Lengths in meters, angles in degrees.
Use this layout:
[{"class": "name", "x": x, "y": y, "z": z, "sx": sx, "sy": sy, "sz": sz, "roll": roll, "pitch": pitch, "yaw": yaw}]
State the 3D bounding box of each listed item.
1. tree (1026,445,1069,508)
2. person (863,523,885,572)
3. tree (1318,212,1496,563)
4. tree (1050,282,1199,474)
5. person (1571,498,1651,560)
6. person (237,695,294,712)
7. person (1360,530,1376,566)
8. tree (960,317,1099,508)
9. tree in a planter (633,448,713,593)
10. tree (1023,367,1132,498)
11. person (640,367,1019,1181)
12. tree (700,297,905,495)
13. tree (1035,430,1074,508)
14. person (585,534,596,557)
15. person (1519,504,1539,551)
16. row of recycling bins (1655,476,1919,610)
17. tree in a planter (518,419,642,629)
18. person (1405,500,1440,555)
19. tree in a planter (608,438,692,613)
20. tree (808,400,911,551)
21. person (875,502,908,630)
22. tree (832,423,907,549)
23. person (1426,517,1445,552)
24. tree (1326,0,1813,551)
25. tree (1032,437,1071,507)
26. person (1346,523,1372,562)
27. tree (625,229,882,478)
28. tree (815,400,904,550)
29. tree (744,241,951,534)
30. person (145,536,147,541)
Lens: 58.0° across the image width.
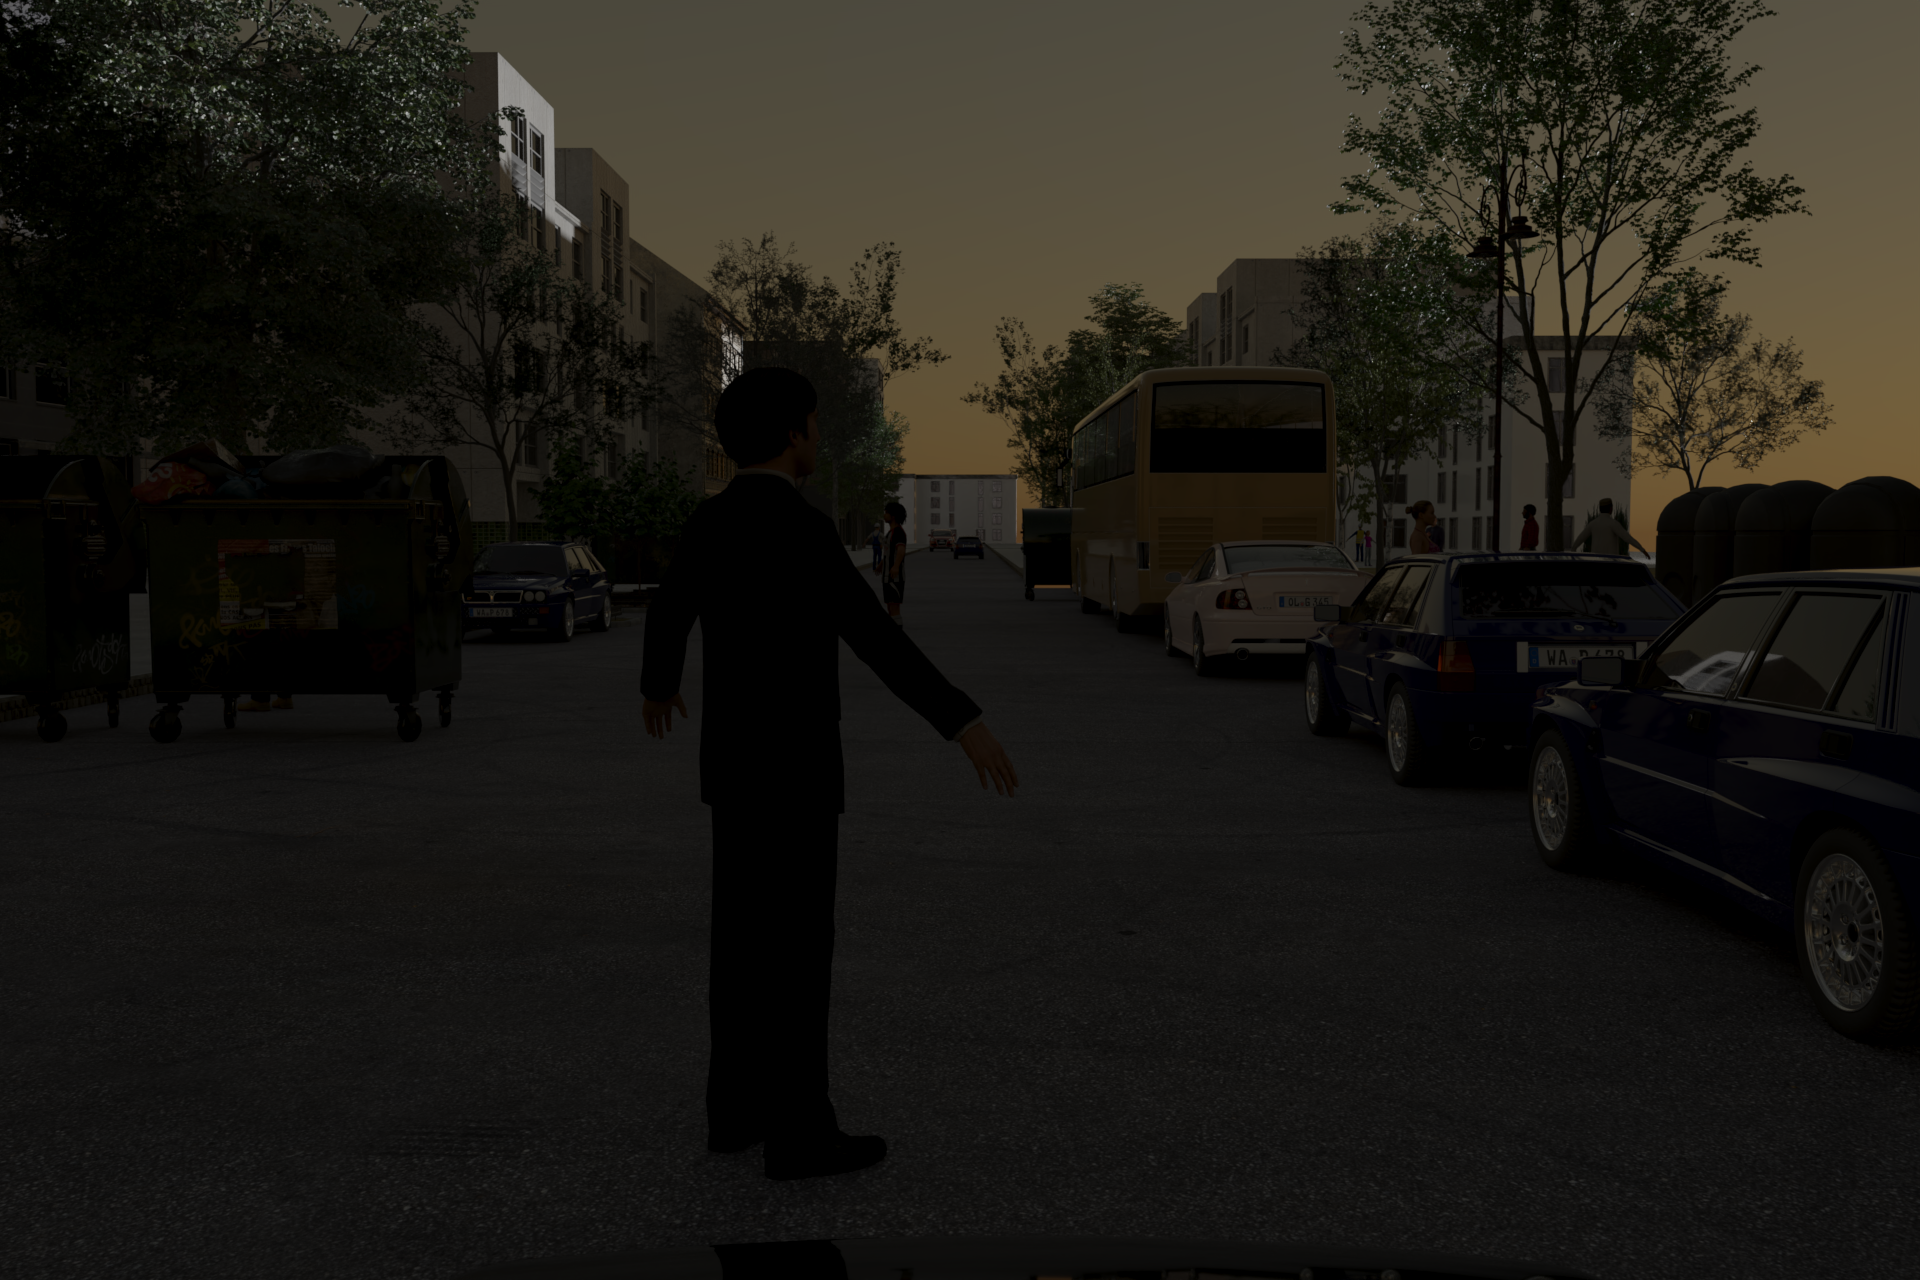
[{"class": "tree", "x": 7.636, "y": -11.593, "z": 139.910, "sx": 4.737, "sy": 8.622, "sz": 4.395, "roll": 0, "pitch": 3, "yaw": 0}, {"class": "person", "x": -3.103, "y": -3.481, "z": 65.235, "sx": 1.347, "sy": 1.847, "sz": 0.705, "roll": 2, "pitch": 4, "yaw": 24}, {"class": "tree", "x": 10.285, "y": -5.530, "z": 40.785, "sx": 4.737, "sy": 8.622, "sz": 4.395, "roll": 0, "pitch": 3, "yaw": 0}, {"class": "tree", "x": 7.655, "y": -9.811, "z": 78.538, "sx": 7.486, "sy": 12.596, "sz": 7.792, "roll": 0, "pitch": 3, "yaw": 0}, {"class": "person", "x": 9.640, "y": -1.208, "z": 25.839, "sx": 0.704, "sy": 1.819, "sz": 1.344, "roll": -2, "pitch": 4, "yaw": -35}, {"class": "person", "x": -5.651, "y": -0.354, "z": 14.106, "sx": 0.705, "sy": 1.847, "sz": 1.347, "roll": 2, "pitch": 4, "yaw": 29}, {"class": "person", "x": 16.311, "y": -3.656, "z": 69.035, "sx": 0.991, "sy": 1.433, "sz": 0.599, "roll": -2, "pitch": 4, "yaw": -27}, {"class": "tree", "x": 5.932, "y": -18.149, "z": 152.624, "sx": 12.611, "sy": 20.169, "sz": 13.585, "roll": 0, "pitch": 3, "yaw": 0}, {"class": "tree in a planter", "x": -6.024, "y": -2.389, "z": 36.278, "sx": 1.991, "sy": 3.239, "sz": 1.994, "roll": 0, "pitch": 3, "yaw": 0}, {"class": "tree", "x": 7.548, "y": -9.773, "z": 94.208, "sx": 8.767, "sy": 10.594, "sz": 7.601, "roll": -1, "pitch": 4, "yaw": -18}, {"class": "person", "x": -0.404, "y": 0.286, "z": 3.970, "sx": 0.705, "sy": 1.806, "sz": 1.347, "roll": -3, "pitch": 5, "yaw": -41}, {"class": "tree", "x": -8.481, "y": -11.001, "z": 90.239, "sx": 12.009, "sy": 13.543, "sz": 11.850, "roll": 0, "pitch": 3, "yaw": 0}, {"class": "tree", "x": 6.935, "y": -9.889, "z": 112.050, "sx": 4.360, "sy": 8.622, "sz": 3.978, "roll": 0, "pitch": 3, "yaw": 0}, {"class": "person", "x": -11.057, "y": -2.878, "z": 52.840, "sx": 0.705, "sy": 1.856, "sz": 1.354, "roll": 2, "pitch": 4, "yaw": 27}, {"class": "person", "x": 10.110, "y": -1.515, "z": 30.874, "sx": 0.704, "sy": 1.816, "sz": 1.345, "roll": 1, "pitch": 4, "yaw": 14}, {"class": "row of recycling bins", "x": 6.489, "y": -0.404, "z": 13.713, "sx": 1.069, "sy": 1.692, "sz": 3.534, "roll": 0, "pitch": 3, "yaw": 0}, {"class": "tree in a planter", "x": -6.081, "y": -1.829, "z": 27.128, "sx": 1.991, "sy": 3.239, "sz": 1.994, "roll": 0, "pitch": 4, "yaw": 0}, {"class": "person", "x": 4.204, "y": -0.378, "z": 15.433, "sx": 0.721, "sy": 1.733, "sz": 1.217, "roll": 1, "pitch": 4, "yaw": 21}, {"class": "tree in a planter", "x": -6.011, "y": -2.150, "z": 32.378, "sx": 1.991, "sy": 3.239, "sz": 1.994, "roll": 0, "pitch": 3, "yaw": 0}, {"class": "tree", "x": -7.818, "y": -12.458, "z": 129.451, "sx": 9.928, "sy": 11.665, "sz": 9.643, "roll": 0, "pitch": 3, "yaw": 0}, {"class": "person", "x": -0.842, "y": -0.779, "z": 21.330, "sx": 0.704, "sy": 1.843, "sz": 1.345, "roll": -1, "pitch": 4, "yaw": -11}, {"class": "tree", "x": -8.312, "y": -13.843, "z": 152.089, "sx": 9.928, "sy": 11.665, "sz": 9.643, "roll": 0, "pitch": 3, "yaw": 0}, {"class": "person", "x": 10.379, "y": -1.898, "z": 37.994, "sx": 0.530, "sy": 1.710, "sz": 0.541, "roll": -2, "pitch": 4, "yaw": -25}, {"class": "tree", "x": 9.921, "y": -6.287, "z": 28.542, "sx": 9.928, "sy": 11.665, "sz": 9.643, "roll": 0, "pitch": 3, "yaw": 0}, {"class": "tree", "x": 6.471, "y": -10.383, "z": 120.128, "sx": 4.360, "sy": 8.622, "sz": 3.978, "roll": 0, "pitch": 3, "yaw": 0}, {"class": "person", "x": 18.372, "y": -4.478, "z": 79.679, "sx": 1.216, "sy": 1.772, "sz": 0.721, "roll": 0, "pitch": 4, "yaw": -6}, {"class": "tree", "x": -8.367, "y": -9.785, "z": 70.355, "sx": 12.009, "sy": 13.543, "sz": 11.850, "roll": 0, "pitch": 3, "yaw": 0}, {"class": "tree", "x": -8.589, "y": -13.585, "z": 140.234, "sx": 7.486, "sy": 12.596, "sz": 7.792, "roll": 0, "pitch": 3, "yaw": 0}, {"class": "tree", "x": -6.625, "y": -15.606, "z": 111.055, "sx": 12.611, "sy": 20.169, "sz": 13.585, "roll": 0, "pitch": 3, "yaw": 0}, {"class": "person", "x": -18.306, "y": -2.005, "z": 39.543, "sx": 0.721, "sy": 1.744, "sz": 1.215, "roll": 2, "pitch": 4, "yaw": 24}]
